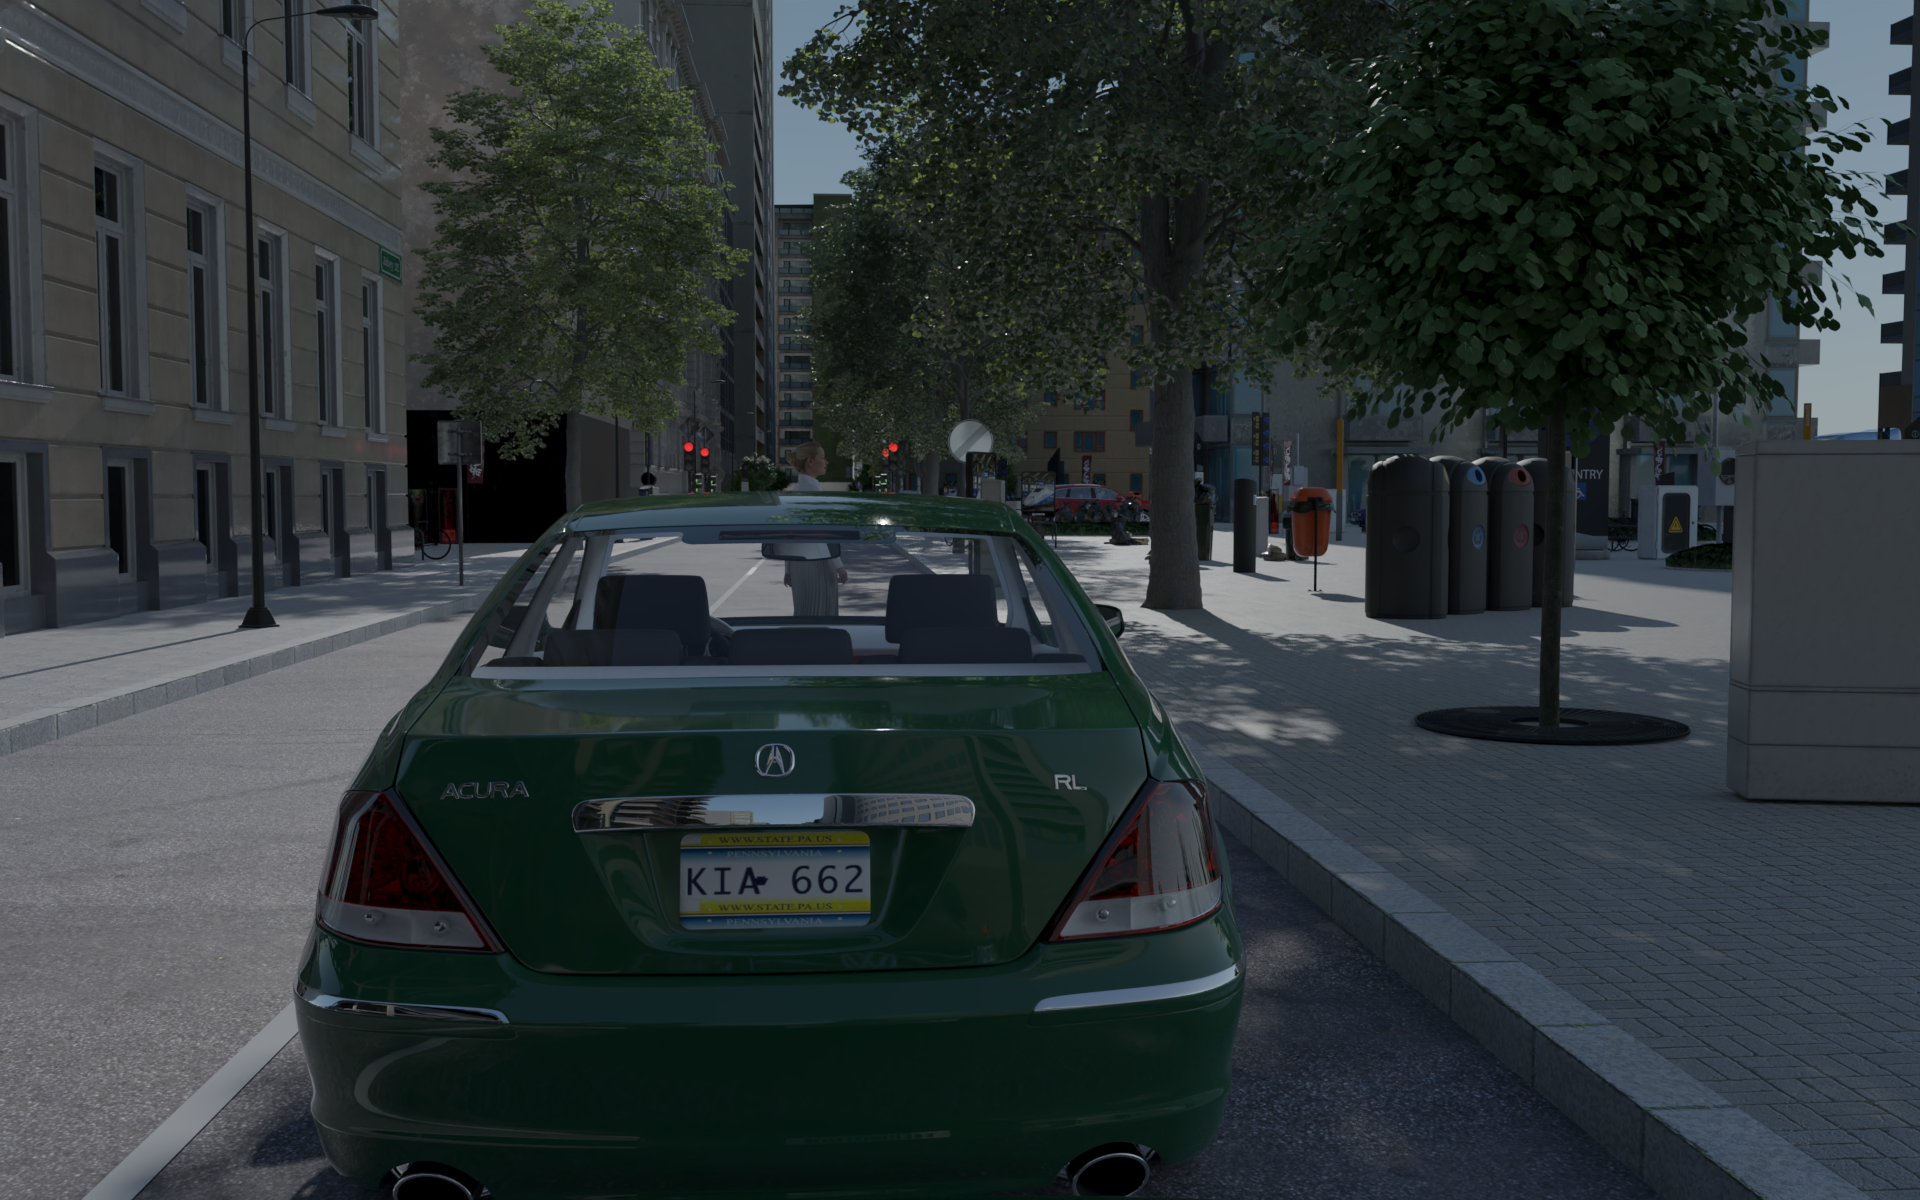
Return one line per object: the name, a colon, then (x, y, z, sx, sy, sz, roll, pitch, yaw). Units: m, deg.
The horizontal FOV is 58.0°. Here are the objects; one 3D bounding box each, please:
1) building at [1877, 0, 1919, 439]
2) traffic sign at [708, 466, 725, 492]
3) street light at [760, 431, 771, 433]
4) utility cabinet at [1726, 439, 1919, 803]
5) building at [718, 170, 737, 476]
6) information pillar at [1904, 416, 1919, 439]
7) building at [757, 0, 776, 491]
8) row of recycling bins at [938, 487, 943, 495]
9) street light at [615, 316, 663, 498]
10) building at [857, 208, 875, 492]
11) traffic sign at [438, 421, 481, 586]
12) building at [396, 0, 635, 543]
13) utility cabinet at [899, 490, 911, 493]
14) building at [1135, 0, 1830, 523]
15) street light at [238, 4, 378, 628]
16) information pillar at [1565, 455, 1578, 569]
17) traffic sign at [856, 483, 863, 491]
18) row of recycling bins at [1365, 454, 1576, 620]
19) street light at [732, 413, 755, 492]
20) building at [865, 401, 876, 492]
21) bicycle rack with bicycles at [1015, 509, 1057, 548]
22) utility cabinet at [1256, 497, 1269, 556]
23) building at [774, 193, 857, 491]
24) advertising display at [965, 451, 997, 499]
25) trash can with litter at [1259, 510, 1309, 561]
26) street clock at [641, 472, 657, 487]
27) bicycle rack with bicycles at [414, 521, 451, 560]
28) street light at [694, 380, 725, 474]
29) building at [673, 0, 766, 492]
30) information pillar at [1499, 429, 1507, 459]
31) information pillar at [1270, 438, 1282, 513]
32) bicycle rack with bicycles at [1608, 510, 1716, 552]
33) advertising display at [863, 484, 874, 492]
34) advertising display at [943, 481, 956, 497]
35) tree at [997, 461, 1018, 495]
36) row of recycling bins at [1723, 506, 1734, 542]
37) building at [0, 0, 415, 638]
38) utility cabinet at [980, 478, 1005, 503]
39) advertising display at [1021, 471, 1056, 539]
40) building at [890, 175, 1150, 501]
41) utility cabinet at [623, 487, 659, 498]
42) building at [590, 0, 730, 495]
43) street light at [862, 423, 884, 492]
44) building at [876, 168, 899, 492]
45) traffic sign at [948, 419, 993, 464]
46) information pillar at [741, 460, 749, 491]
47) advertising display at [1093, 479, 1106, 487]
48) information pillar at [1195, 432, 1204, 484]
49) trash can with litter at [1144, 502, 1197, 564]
building: (54.503, -26.358, 81.061, 14.200, 45.320, 14.600, 0, 4, -4)
traffic sign: (-11.166, -4.856, 79.501, 0.768, 2.556, 0.104, 0, 4, 2)
street light: (-14.588, -9.479, 127.529, 1.470, 5.913, 1.316, 0, 4, -4)
utility cabinet: (3.861, 0.091, 7.199, 1.173, 1.500, 0.318, 1, 4, 9)
building: (-24.535, -20.544, 129.408, 14.314, 27.812, 24.014, 0, 4, -4)
information pillar: (28.356, -3.683, 51.575, 0.183, 3.616, 0.504, -2, 4, -32)
building: (-32.909, -47.077, 207.964, 20.611, 71.187, 20.563, 0, 4, -4)
row of recycling bins: (0.416, -5.619, 98.989, 3.534, 1.692, 1.069, -1, 4, -10)
street light: (-8.410, -4.444, 45.195, 1.470, 5.913, 1.316, 0, 4, -4)
building: (-7.595, -33.935, 238.430, 14.086, 41.232, 14.154, 0, 4, -4)
traffic sign: (-6.969, -1.347, 24.151, 0.606, 2.300, 0.079, 0, 4, 2)
building: (-19.108, -11.309, 52.353, 16.811, 18.784, 16.820, 0, 4, -4)
utility cabinet: (-3.362, -5.632, 100.759, 1.173, 1.500, 0.318, -3, 5, -44)
building: (23.813, -28.444, 84.665, 30.456, 49.044, 23.786, 0, 4, -4)
street light: (-6.223, -2.693, 16.566, 1.470, 5.913, 1.316, 0, 4, -4)
information pillar: (10.374, -1.545, 29.755, 0.304, 2.012, 0.304, -1, 4, -17)
traffic sign: (-8.145, -8.635, 141.290, 0.768, 2.556, 0.104, 0, 4, -2)
row of recycling bins: (5.596, -0.726, 18.983, 3.534, 1.692, 1.069, -3, 5, -43)
street light: (-12.470, -7.740, 99.095, 1.470, 5.913, 1.316, 0, 4, -4)
building: (4.601, -20.397, 178.531, 27.650, 21.520, 28.899, 0, 4, -4)
bicycle rack with bicycles: (1.092, -1.722, 41.537, 2.852, 0.926, 2.925, -1, 4, -17)
utility cabinet: (6.164, -1.537, 36.300, 0.306, 1.237, 1.020, 0, 4, -8)
building: (-21.652, -33.880, 237.526, 14.086, 41.232, 14.154, 0, 4, -4)
advertising display: (0.327, -1.300, 26.469, 0.123, 1.923, 0.974, 1, 4, 23)
trash can with litter: (6.329, -1.342, 33.321, 1.055, 1.170, 0.624, -2, 4, -25)
street clock: (-10.195, -3.193, 56.777, 0.471, 2.002, 0.358, 1, 4, 8)
bicycle rack with bicycles: (-11.489, -1.189, 32.817, 2.925, 0.926, 2.852, 0, 4, 7)
street light: (-10.292, -6.011, 70.821, 1.470, 5.913, 1.316, 0, 4, -4)
building: (-28.672, -32.501, 155.088, 21.300, 48.544, 21.600, 0, 4, -4)
information pillar: (12.814, -3.029, 40.886, 0.183, 3.616, 0.504, 0, 4, 5)
information pillar: (13.086, -4.918, 71.764, 0.504, 3.616, 0.183, 0, 4, -1)
bicycle rack with bicycles: (14.856, -1.512, 38.111, 2.925, 0.926, 2.852, 3, 5, 39)
advertising display: (-5.864, -6.458, 110.803, 0.123, 1.923, 0.974, 3, 4, 37)
advertising display: (-0.324, -4.867, 84.793, 0.974, 1.923, 0.123, 0, 4, 7)
tree: (2.498, -5.871, 90.600, 1.663, 3.219, 1.824, 0, 3, 0)
row of recycling bins: (20.509, -2.197, 43.035, 1.069, 1.692, 3.534, -2, 4, -26)
building: (-15.146, -14.299, 19.694, 13.634, 28.700, 20.117, 0, 4, -4)
utility cabinet: (0.475, -0.962, 24.404, 0.318, 1.500, 1.173, 0, 4, 4)
advertising display: (2.206, -2.672, 48.902, 0.974, 1.923, 0.123, 0, 4, -6)
building: (9.470, -16.653, 117.311, 27.650, 21.520, 28.899, 0, 4, -4)
utility cabinet: (-9.689, -2.695, 52.738, 1.173, 1.500, 0.318, 2, 4, 31)
building: (-21.513, -19.451, 105.416, 14.401, 28.519, 23.554, 0, 4, -4)
street light: (-4.518, -7.140, 89.278, 1.470, 5.913, 1.316, 0, 4, -4)
building: (-0.646, -23.487, 155.721, 14.160, 30.474, 14.107, 0, 4, -4)
traffic sign: (0.181, -1.806, 29.631, 0.768, 2.556, 0.104, 0, 4, -1)
information pillar: (-14.635, -7.746, 117.996, 0.504, 3.616, 0.183, 0, 4, 3)
advertising display: (6.184, -4.390, 76.988, 0.123, 1.923, 0.974, 2, 4, 34)
information pillar: (8.979, -4.512, 65.126, 0.183, 3.616, 0.504, 3, 5, 40)
trash can with litter: (3.801, -1.235, 31.574, 0.624, 1.170, 1.055, -3, 5, -41)
